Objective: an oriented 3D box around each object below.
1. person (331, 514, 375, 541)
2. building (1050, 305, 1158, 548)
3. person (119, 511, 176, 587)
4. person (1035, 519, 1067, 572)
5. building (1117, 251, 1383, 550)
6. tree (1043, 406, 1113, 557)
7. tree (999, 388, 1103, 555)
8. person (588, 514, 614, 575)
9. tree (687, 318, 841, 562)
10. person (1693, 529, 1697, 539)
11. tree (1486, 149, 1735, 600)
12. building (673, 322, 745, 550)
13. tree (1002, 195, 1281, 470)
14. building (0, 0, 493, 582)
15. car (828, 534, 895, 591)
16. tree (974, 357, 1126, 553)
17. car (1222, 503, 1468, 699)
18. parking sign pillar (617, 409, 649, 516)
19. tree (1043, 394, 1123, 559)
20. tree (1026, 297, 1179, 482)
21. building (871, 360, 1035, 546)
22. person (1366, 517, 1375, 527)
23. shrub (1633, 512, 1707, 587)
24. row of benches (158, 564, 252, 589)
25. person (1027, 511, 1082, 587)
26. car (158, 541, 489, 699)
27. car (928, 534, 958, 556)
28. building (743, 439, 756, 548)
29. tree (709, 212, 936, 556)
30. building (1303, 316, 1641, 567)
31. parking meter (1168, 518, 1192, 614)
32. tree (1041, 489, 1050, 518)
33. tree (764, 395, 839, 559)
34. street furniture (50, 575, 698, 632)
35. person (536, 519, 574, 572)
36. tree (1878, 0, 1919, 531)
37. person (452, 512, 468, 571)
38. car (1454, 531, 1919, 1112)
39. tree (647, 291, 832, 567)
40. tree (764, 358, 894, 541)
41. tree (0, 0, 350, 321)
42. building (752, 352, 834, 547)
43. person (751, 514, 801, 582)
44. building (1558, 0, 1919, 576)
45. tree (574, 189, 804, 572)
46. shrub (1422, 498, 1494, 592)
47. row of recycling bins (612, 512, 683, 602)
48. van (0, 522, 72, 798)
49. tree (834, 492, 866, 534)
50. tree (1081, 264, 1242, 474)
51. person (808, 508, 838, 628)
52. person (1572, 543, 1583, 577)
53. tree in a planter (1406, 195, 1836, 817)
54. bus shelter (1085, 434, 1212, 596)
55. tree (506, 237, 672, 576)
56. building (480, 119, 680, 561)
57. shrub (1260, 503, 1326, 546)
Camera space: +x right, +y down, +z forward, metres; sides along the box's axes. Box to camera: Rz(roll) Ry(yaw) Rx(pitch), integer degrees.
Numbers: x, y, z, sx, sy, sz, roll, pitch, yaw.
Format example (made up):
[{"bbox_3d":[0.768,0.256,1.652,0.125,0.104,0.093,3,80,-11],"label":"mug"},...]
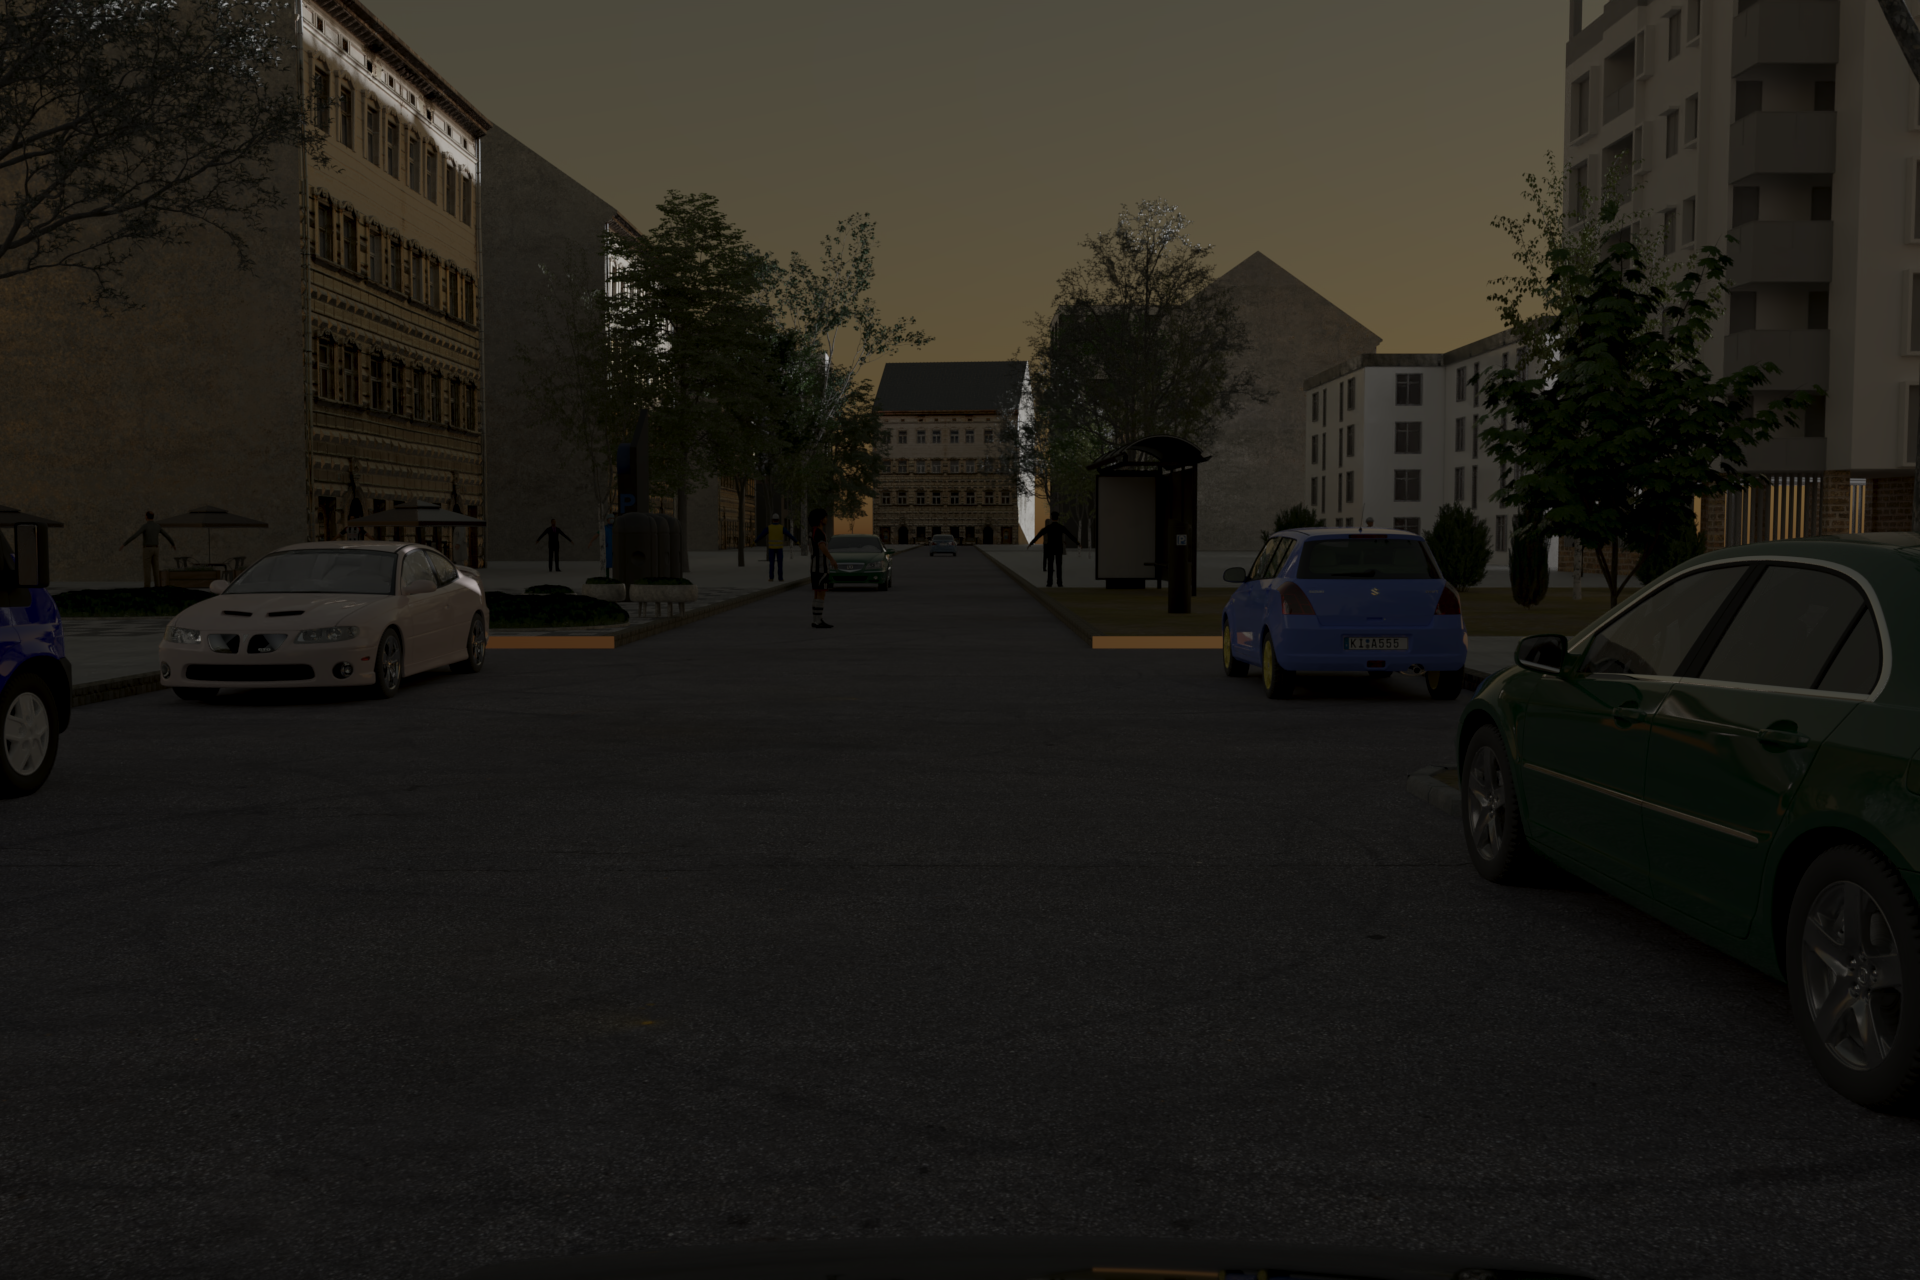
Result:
[{"bbox_3d":[-16.282,-2.468,46.489,1.345,1.843,0.704,0,4,-7],"label":"person"},{"bbox_3d":[22.666,-19.999,170.960,27.936,21.610,32.646,0,4,0],"label":"building"},{"bbox_3d":[-18.180,-1.994,38.872,0.705,1.796,1.348,2,4,33],"label":"person"},{"bbox_3d":[3.028,-3.253,59.313,1.348,1.813,0.705,2,4,34],"label":"person"},{"bbox_3d":[23.154,-19.139,143.846,19.493,23.208,18.063,0,4,0],"label":"building"},{"bbox_3d":[6.651,-8.944,96.603,4.737,8.622,4.395,0,3,0],"label":"tree"},{"bbox_3d":[6.096,-10.515,106.325,7.601,10.594,8.767,1,4,17],"label":"tree"},{"bbox_3d":[-9.199,-2.421,45.713,1.347,1.817,0.704,-2,4,-33],"label":"person"},{"bbox_3d":[-9.031,-9.511,81.253,9.928,11.665,9.643,0,3,0],"label":"tree"},{"bbox_3d":[17.480,-2.168,41.632,0.705,1.806,1.347,0,4,6],"label":"person"},{"bbox_3d":[12.243,-5.083,33.476,4.737,8.622,4.395,0,3,0],"label":"tree"},{"bbox_3d":[-28.259,-19.155,144.114,19.493,23.208,18.063,0,4,-1],"label":"building"},{"bbox_3d":[6.401,-9.315,62.669,12.009,13.543,11.850,0,3,0],"label":"tree"},{"bbox_3d":[-26.845,-13.701,54.940,19.493,23.208,18.063,0,4,-1],"label":"building"},{"bbox_3d":[-2.726,-2.032,45.026,2.131,1.459,4.920,0,4,0],"label":"car"},{"bbox_3d":[6.315,-12.774,119.219,12.009,13.543,11.850,0,3,0],"label":"tree"},{"bbox_3d":[3.504,-0.412,16.326,1.945,1.707,3.694,0,4,0],"label":"car"},{"bbox_3d":[-6.931,-2.954,36.775,1.447,3.967,1.447,0,4,1],"label":"parking sign pillar"},{"bbox_3d":[6.600,-8.536,89.932,4.737,8.622,4.395,0,3,0],"label":"tree"},{"bbox_3d":[6.778,-9.169,75.665,9.928,11.665,9.643,0,3,0],"label":"tree"},{"bbox_3d":[-0.468,-23.610,219.406,18.063,23.208,19.493,1,4,8],"label":"building"},{"bbox_3d":[11.949,-2.675,50.194,1.216,1.772,0.721,-3,5,-42],"label":"person"},{"bbox_3d":[15.593,-2.057,38.052,1.690,2.028,1.600,0,3,0],"label":"shrub"},{"bbox_3d":[-14.467,-1.268,36.195,4.104,0.672,1.422,-3,4,-36],"label":"row of benches"},{"bbox_3d":[2.303,-2.209,42.056,1.347,1.837,0.705,0,4,0],"label":"person"},{"bbox_3d":[-5.880,-0.256,16.540,2.083,1.381,4.827,0,4,0],"label":"car"},{"bbox_3d":[-1.090,-6.123,112.116,2.014,1.417,4.499,0,4,0],"label":"car"},{"bbox_3d":[-29.503,-20.277,162.465,19.493,23.208,18.063,0,4,0],"label":"building"},{"bbox_3d":[-7.808,-14.994,101.045,12.611,20.169,13.585,0,3,0],"label":"tree"},{"bbox_3d":[23.226,-8.473,80.687,9.099,9.664,28.070,0,4,0],"label":"building"},{"bbox_3d":[3.557,-1.200,28.035,0.372,1.533,0.369,0,3,0],"label":"parking meter"},{"bbox_3d":[12.607,-16.127,214.040,4.360,8.622,3.978,0,3,0],"label":"tree"},{"bbox_3d":[-8.400,-8.463,88.726,4.737,8.622,4.395,0,3,0],"label":"tree"},{"bbox_3d":[-8.895,-0.667,26.538,10.072,0.657,5.734,2,4,27],"label":"street furniture"},{"bbox_3d":[-13.846,-3.233,59.080,1.346,1.802,0.704,-2,4,-32],"label":"person"},{"bbox_3d":[8.125,-9.847,16.888,12.611,20.169,13.585,0,3,0],"label":"tree"},{"bbox_3d":[-11.942,-2.144,41.239,0.705,1.806,1.347,-1,4,-20],"label":"person"},{"bbox_3d":[3.104,0.370,5.742,2.131,1.459,4.920,0,4,-1],"label":"car"},{"bbox_3d":[-8.805,-8.147,67.614,8.767,10.594,7.601,2,4,29],"label":"tree"},{"bbox_3d":[-9.398,-13.264,123.524,9.857,13.997,8.962,0,3,0],"label":"tree"},{"bbox_3d":[-12.265,-6.676,19.516,12.009,13.543,11.850,0,3,0],"label":"tree"},{"bbox_3d":[-28.938,-21.313,192.447,27.936,21.610,32.646,0,4,-1],"label":"building"},{"bbox_3d":[-4.981,-2.501,46.863,1.349,1.833,0.705,0,4,-5],"label":"person"},{"bbox_3d":[25.468,-12.267,56.988,16.016,20.090,11.380,0,3,0],"label":"building"},{"bbox_3d":[-9.005,-8.514,57.331,7.486,12.596,7.792,0,3,0],"label":"tree"},{"bbox_3d":[10.960,-2.105,38.453,1.661,2.075,1.752,0,3,0],"label":"shrub"},{"bbox_3d":[-6.099,-1.655,34.165,1.069,1.692,3.534,0,4,1],"label":"row of recycling bins"},{"bbox_3d":[-6.008,-0.202,7.684,2.240,2.365,5.245,0,4,0],"label":"van"},{"bbox_3d":[-13.016,-16.067,213.063,4.360,8.622,3.978,0,3,0],"label":"tree"},{"bbox_3d":[5.997,-5.911,47.011,4.360,8.622,3.978,0,3,0],"label":"tree"},{"bbox_3d":[-2.119,-1.091,26.437,0.704,1.843,1.345,-1,4,-17],"label":"person"},{"bbox_3d":[18.409,-2.800,51.560,0.705,1.856,1.354,2,4,24],"label":"person"},{"bbox_3d":[3.488,-0.732,9.193,1.991,3.239,1.994,0,4,-1],"label":"tree in a planter"},{"bbox_3d":[4.024,-2.693,37.950,2.014,3.302,5.546,0,4,-2],"label":"bus shelter"},{"bbox_3d":[-8.885,-5.688,43.361,4.360,8.622,3.978,0,3,0],"label":"tree"},{"bbox_3d":[-25.707,-15.854,90.140,19.493,23.208,18.063,0,4,0],"label":"building"},{"bbox_3d":[8.073,-2.291,41.503,1.661,2.075,1.752,0,3,0],"label":"shrub"}]
